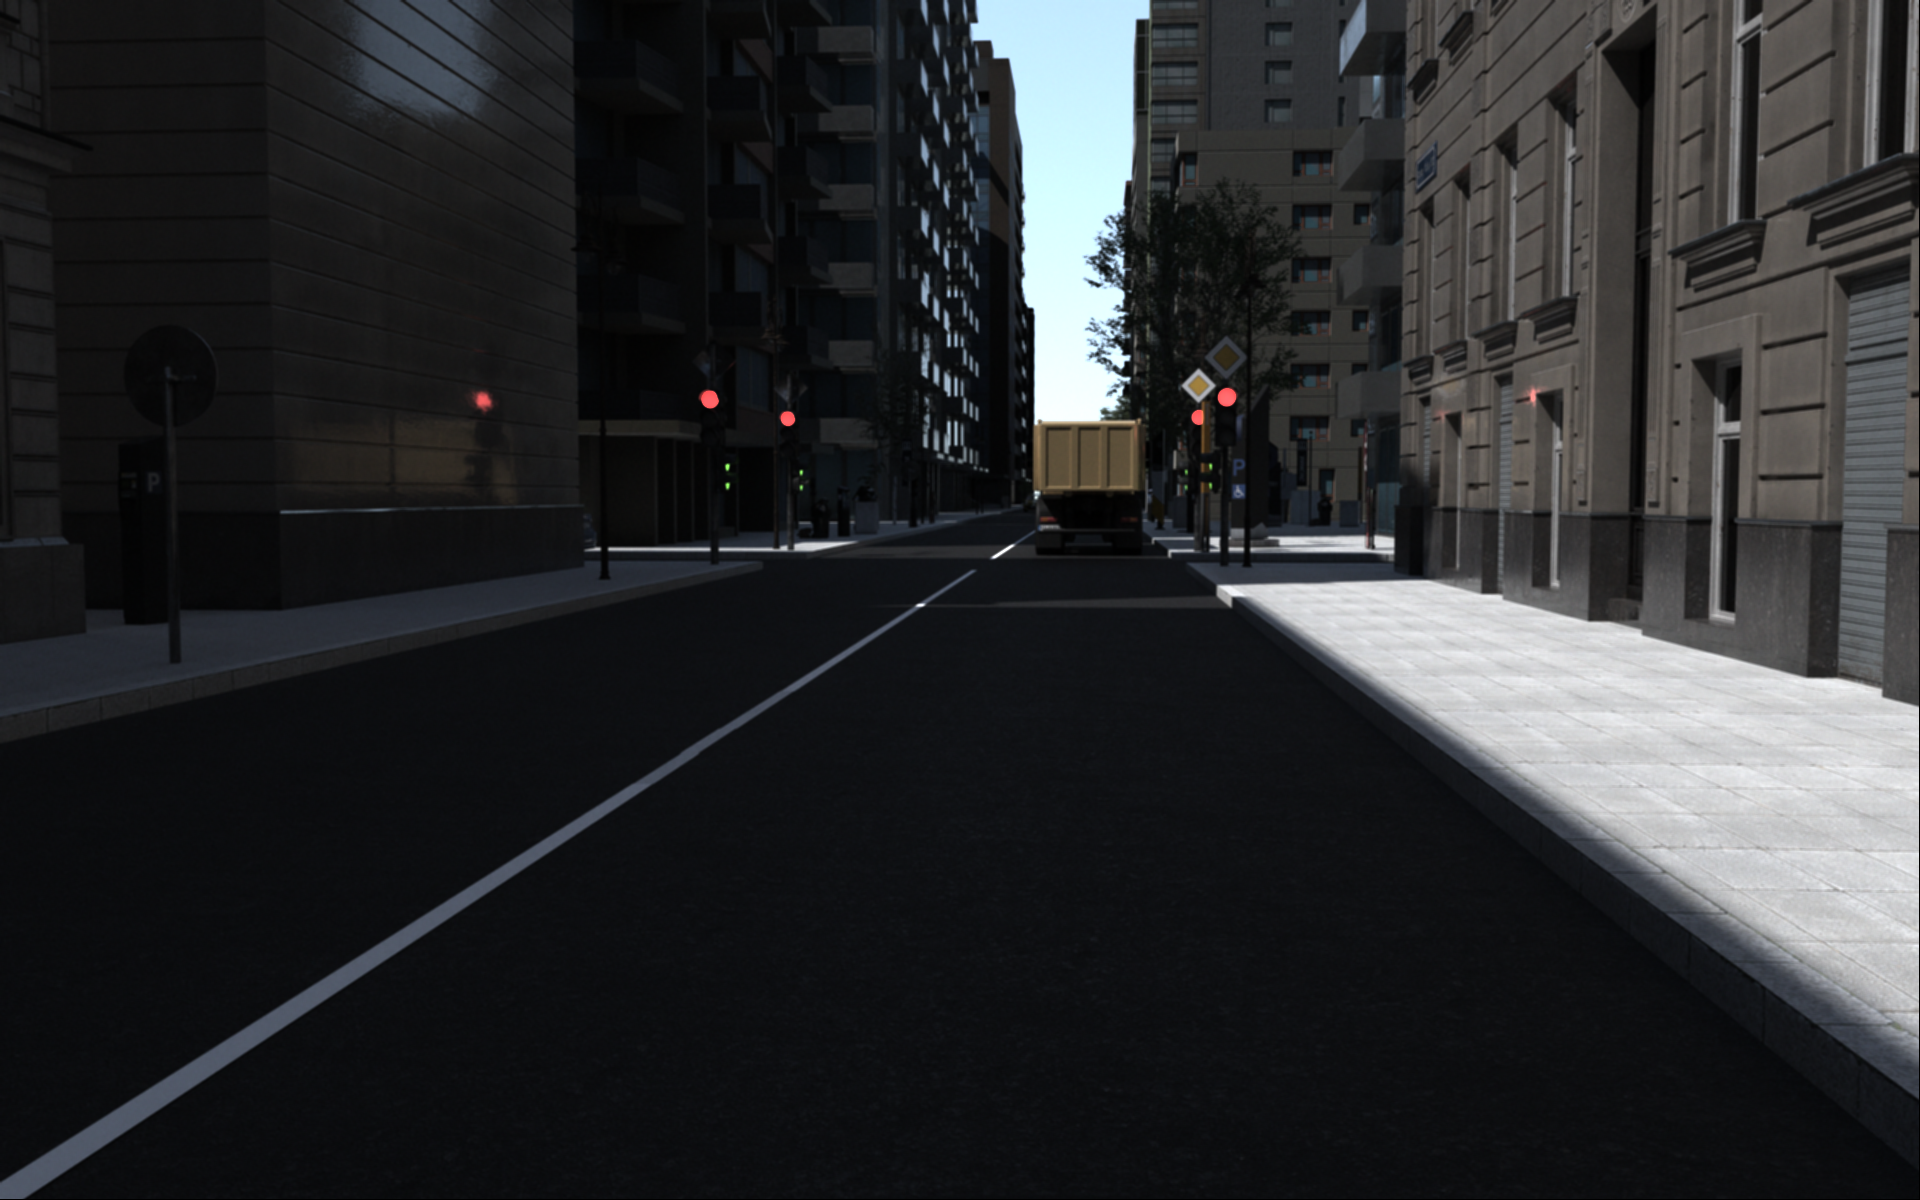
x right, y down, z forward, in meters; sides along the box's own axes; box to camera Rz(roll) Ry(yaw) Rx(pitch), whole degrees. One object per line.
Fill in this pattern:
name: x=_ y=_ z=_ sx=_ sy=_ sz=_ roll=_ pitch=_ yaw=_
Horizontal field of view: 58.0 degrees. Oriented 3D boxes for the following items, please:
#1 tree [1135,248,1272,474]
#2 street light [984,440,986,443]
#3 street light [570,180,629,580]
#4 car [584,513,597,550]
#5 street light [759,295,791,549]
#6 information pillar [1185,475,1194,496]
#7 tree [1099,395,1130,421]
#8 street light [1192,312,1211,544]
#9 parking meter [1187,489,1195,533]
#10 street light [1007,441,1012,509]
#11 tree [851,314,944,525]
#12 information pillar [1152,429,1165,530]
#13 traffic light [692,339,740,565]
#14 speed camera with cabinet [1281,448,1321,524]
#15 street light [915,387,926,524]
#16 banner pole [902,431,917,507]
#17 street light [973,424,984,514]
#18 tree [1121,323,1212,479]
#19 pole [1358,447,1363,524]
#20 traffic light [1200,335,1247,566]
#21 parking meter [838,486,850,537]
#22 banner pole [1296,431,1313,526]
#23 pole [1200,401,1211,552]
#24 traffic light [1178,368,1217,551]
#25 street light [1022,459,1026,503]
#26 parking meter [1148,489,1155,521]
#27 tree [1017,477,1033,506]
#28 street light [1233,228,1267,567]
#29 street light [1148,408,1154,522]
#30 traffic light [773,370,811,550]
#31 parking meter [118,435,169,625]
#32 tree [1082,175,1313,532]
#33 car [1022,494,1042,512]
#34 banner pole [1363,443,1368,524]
tree: x=7.257 y=-6.186 z=51.505 sx=4.360 sy=8.622 sz=3.978 roll=0 pitch=3 yaw=0
street light: x=1.493 y=-8.759 z=115.990 sx=0.468 sy=5.910 sz=1.993 roll=0 pitch=4 yaw=4
street light: x=-5.347 y=-3.248 z=25.895 sx=0.468 sy=5.910 sz=1.993 roll=0 pitch=4 yaw=4
car: x=-9.905 y=-1.481 z=36.211 sx=4.499 sy=1.417 sz=2.014 roll=0 pitch=4 yaw=4
street light: x=-4.285 y=-4.127 z=40.272 sx=0.468 sy=5.910 sz=1.993 roll=0 pitch=4 yaw=4
information pillar: x=8.790 y=-3.765 z=66.055 sx=0.304 sy=2.012 sz=0.304 roll=-2 pitch=4 yaw=-23
tree: x=18.397 y=-17.052 z=196.935 sx=7.486 sy=12.596 sz=7.792 roll=0 pitch=3 yaw=0
street light: x=6.171 y=-4.361 z=44.097 sx=0.468 sy=5.910 sz=1.993 roll=0 pitch=4 yaw=4
parking meter: x=7.677 y=-2.981 z=57.152 sx=0.372 sy=1.533 sz=0.369 roll=0 pitch=3 yaw=0
street light: x=4.307 y=-10.908 z=151.129 sx=0.468 sy=5.910 sz=1.993 roll=0 pitch=4 yaw=4
tree: x=-2.705 y=-7.415 z=71.599 sx=4.360 sy=8.622 sz=3.978 roll=0 pitch=3 yaw=0
information pillar: x=7.170 y=-4.355 z=62.557 sx=0.504 sy=3.616 sz=0.183 roll=3 pitch=5 yaw=40
traffic light: x=-4.448 y=-2.599 z=31.410 sx=0.839 sy=4.253 sz=0.868 roll=0 pitch=4 yaw=4
speed camera with cabinet: x=15.557 y=-5.231 z=79.856 sx=2.038 sy=3.252 sz=0.660 roll=0 pitch=4 yaw=-5
street light: x=-1.621 y=-6.242 z=74.841 sx=0.468 sy=5.910 sz=1.993 roll=0 pitch=4 yaw=4
banner pole: x=-1.964 y=-4.816 z=68.761 sx=0.863 sy=3.779 sz=0.401 roll=2 pitch=4 yaw=29
street light: x=1.073 y=-8.356 z=109.407 sx=0.468 sy=5.910 sz=1.993 roll=0 pitch=4 yaw=4
tree: x=8.746 y=-7.578 z=74.269 sx=4.737 sy=8.622 sz=4.395 roll=0 pitch=3 yaw=0
pole: x=17.284 y=-4.950 z=74.780 sx=0.158 sy=3.312 sz=0.155 roll=0 pitch=3 yaw=0
traffic light: x=4.688 y=-2.557 z=30.732 sx=0.839 sy=4.253 sz=0.868 roll=0 pitch=4 yaw=4
parking meter: x=-3.513 y=-2.687 z=52.348 sx=0.372 sy=1.533 sz=0.369 roll=0 pitch=3 yaw=0
banner pole: x=13.664 y=-4.801 z=68.519 sx=0.863 sy=3.779 sz=0.401 roll=-1 pitch=4 yaw=-21
pole: x=5.410 y=-2.710 z=38.145 sx=0.158 sy=3.312 sz=0.155 roll=0 pitch=3 yaw=0
traffic light: x=5.296 y=-3.044 z=38.694 sx=0.839 sy=4.253 sz=0.868 roll=0 pitch=4 yaw=4
street light: x=6.874 y=-13.047 z=186.099 sx=0.468 sy=5.910 sz=1.993 roll=0 pitch=4 yaw=4
parking meter: x=9.246 y=-4.600 z=83.616 sx=0.372 sy=1.533 sz=0.369 roll=0 pitch=3 yaw=0
tree: x=7.281 y=-11.998 z=190.768 sx=1.663 sy=3.219 sz=1.824 roll=0 pitch=3 yaw=0
street light: x=5.057 y=-3.520 z=30.339 sx=0.468 sy=5.910 sz=1.993 roll=0 pitch=4 yaw=4
street light: x=8.777 y=-6.476 z=78.670 sx=0.468 sy=5.910 sz=1.993 roll=0 pitch=4 yaw=4
traffic light: x=-3.840 y=-3.086 z=39.372 sx=0.839 sy=4.253 sz=0.868 roll=0 pitch=4 yaw=4
parking meter: x=-8.056 y=-0.695 z=17.082 sx=0.255 sy=1.863 sz=0.399 roll=1 pitch=4 yaw=17
tree: x=7.858 y=-8.083 z=57.913 sx=9.928 sy=11.665 sz=9.643 roll=0 pitch=3 yaw=0
car: x=6.021 y=-7.913 z=139.603 sx=2.015 sy=1.641 sz=3.980 roll=0 pitch=4 yaw=5
banner pole: x=17.398 y=-5.131 z=73.914 sx=0.401 sy=3.779 sz=0.863 roll=0 pitch=4 yaw=5
